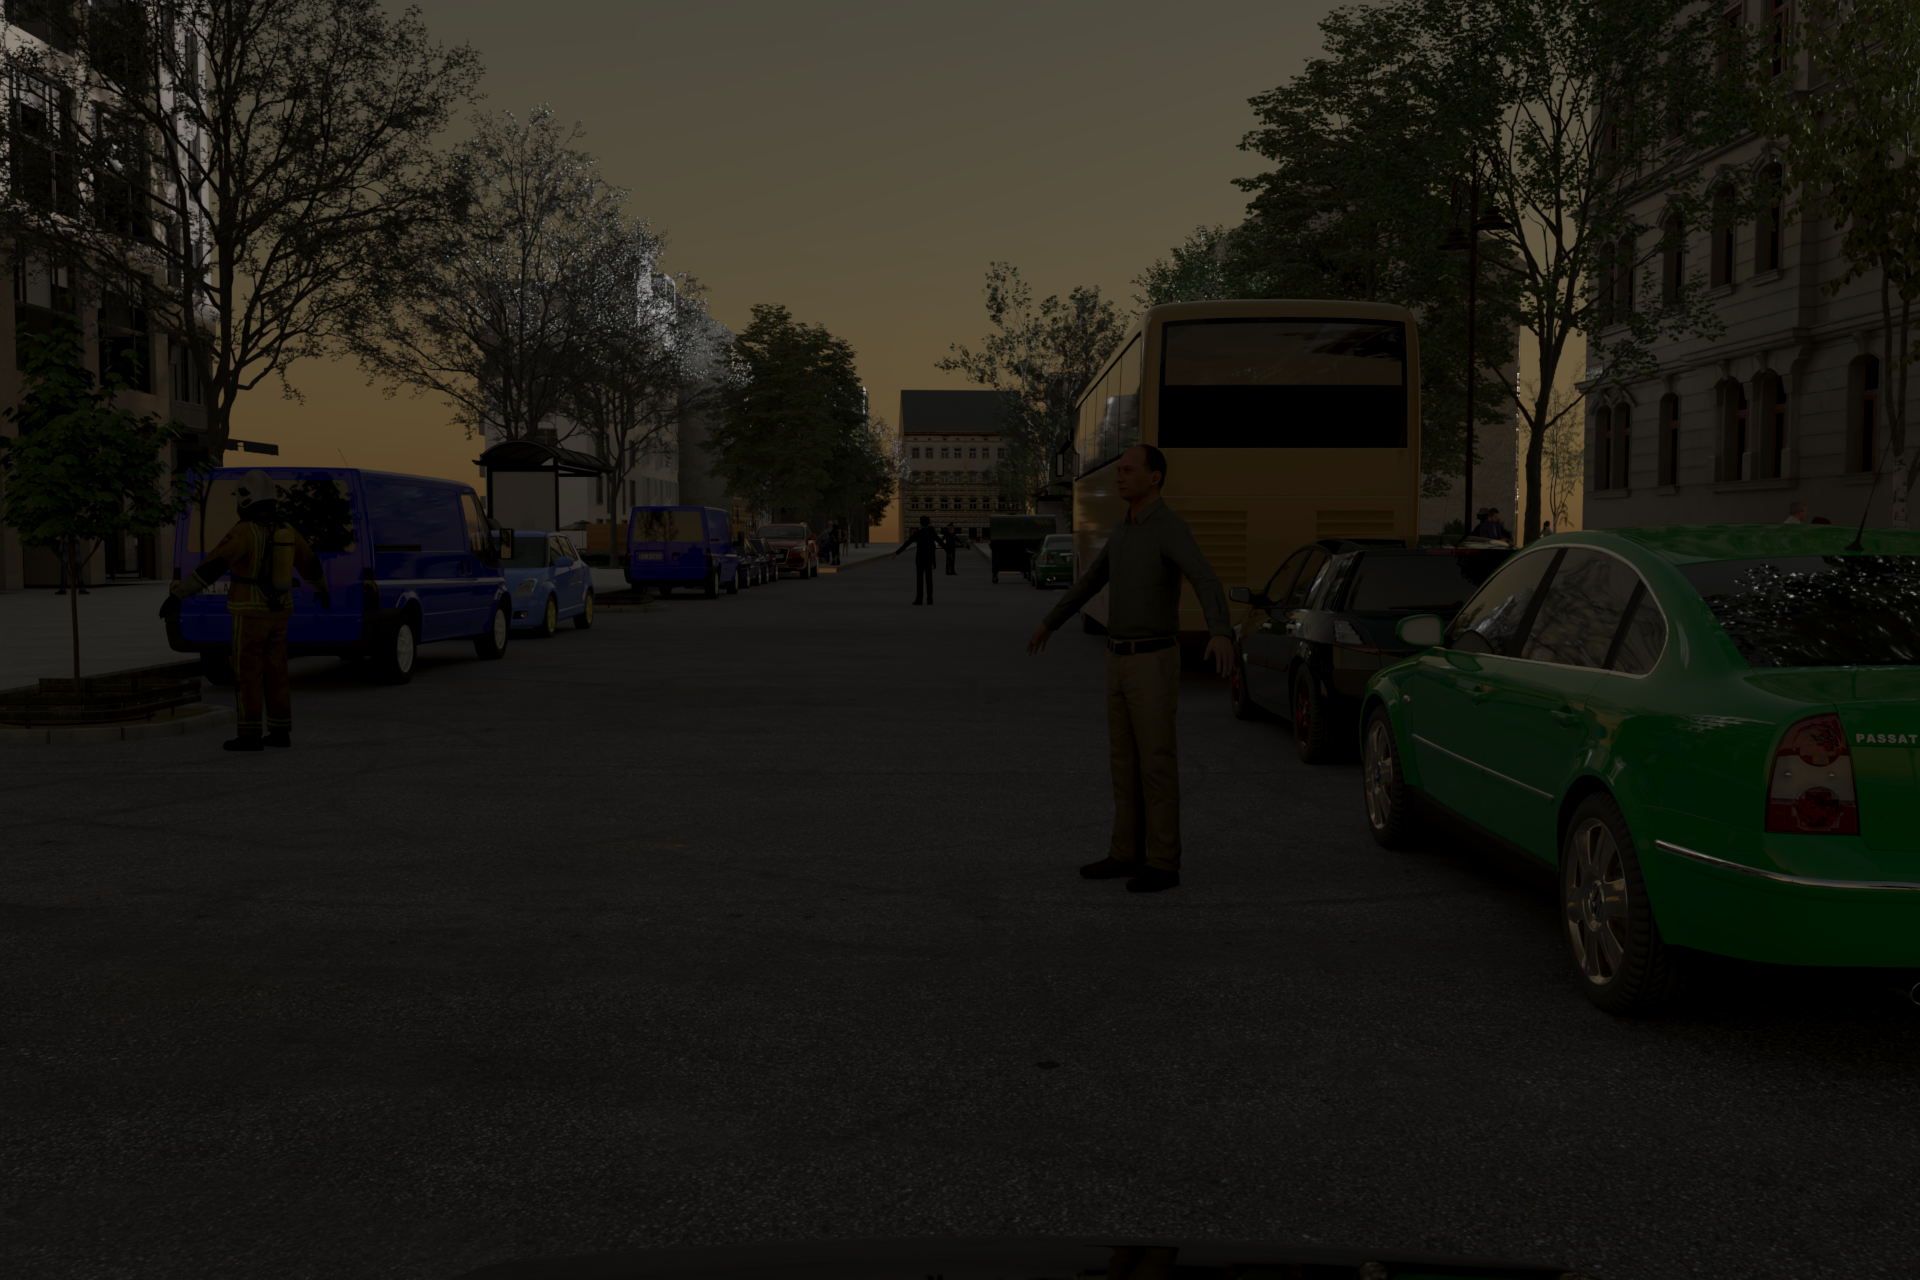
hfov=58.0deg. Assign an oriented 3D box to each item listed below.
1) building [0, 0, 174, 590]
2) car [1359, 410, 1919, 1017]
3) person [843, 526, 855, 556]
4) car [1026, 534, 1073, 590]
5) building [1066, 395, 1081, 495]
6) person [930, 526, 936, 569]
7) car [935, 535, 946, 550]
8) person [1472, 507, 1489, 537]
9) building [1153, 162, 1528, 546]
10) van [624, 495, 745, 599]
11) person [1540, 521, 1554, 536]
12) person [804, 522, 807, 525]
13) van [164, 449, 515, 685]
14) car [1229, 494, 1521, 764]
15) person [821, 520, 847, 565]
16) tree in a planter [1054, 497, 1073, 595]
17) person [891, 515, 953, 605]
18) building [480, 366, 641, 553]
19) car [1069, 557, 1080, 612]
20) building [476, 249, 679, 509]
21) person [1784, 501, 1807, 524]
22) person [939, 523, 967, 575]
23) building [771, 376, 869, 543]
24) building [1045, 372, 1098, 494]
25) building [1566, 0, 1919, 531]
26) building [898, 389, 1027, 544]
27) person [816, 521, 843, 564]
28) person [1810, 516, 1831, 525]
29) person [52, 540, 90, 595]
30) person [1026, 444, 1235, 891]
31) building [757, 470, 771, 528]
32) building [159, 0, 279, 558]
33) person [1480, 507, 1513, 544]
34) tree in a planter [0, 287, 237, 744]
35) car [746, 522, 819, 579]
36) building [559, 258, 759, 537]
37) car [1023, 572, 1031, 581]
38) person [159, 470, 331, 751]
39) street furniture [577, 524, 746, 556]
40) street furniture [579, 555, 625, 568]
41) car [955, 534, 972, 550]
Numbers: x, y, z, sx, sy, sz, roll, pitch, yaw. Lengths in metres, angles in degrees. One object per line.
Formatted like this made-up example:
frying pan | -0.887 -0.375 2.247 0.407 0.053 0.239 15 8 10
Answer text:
building | -29.835 -13.696 27.128 19.350 26.588 34.151 0 4 -1
car | 2.778 0.140 6.514 1.959 1.807 4.718 0 4 0
person | -6.691 -5.812 101.825 1.217 1.733 0.721 2 4 29
car | 2.854 -2.102 46.164 2.131 1.459 4.920 0 3 0
building | 22.451 -22.984 206.715 19.493 23.208 18.063 0 4 0
person | -1.194 -3.770 70.823 1.216 1.740 0.721 -2 4 -32
car | -1.818 -7.720 138.588 2.083 1.381 4.827 0 4 0
person | 11.041 -1.881 36.615 0.704 1.845 1.351 -2 4 -23
building | 22.379 -16.866 106.680 19.493 23.208 18.063 0 4 0
van | -6.272 -2.166 39.791 2.240 2.365 5.245 0 4 0
person | 19.715 -3.128 57.980 0.721 1.735 1.217 -2 4 -25
person | -7.300 -4.611 81.366 0.705 1.833 1.349 1 4 22
van | -6.192 -0.839 18.109 2.240 2.365 5.245 0 4 0
car | 2.977 -0.146 12.181 2.009 1.686 4.222 0 3 0
person | -5.124 -3.997 71.136 0.705 1.856 1.354 3 5 44
tree in a planter | 3.259 -2.703 41.409 1.991 3.239 1.994 0 4 1
person | -0.733 -1.618 35.094 1.347 1.806 0.705 -2 4 -24
building | -22.769 -9.640 99.762 9.099 9.664 28.070 0 4 1
car | 2.946 -1.118 30.280 2.014 1.417 4.499 0 4 0
building | -25.896 -15.881 116.076 16.016 20.090 11.380 0 4 -1
person | 10.839 -0.946 22.443 0.436 1.711 0.756 1 4 20
person | -0.305 -3.185 60.472 0.705 1.837 1.347 3 5 44
building | -27.190 -24.040 237.034 27.936 21.610 32.646 0 3 0
building | 25.390 -23.929 235.208 27.936 21.610 32.646 0 3 0
building | 24.777 -15.454 40.061 14.401 28.519 23.554 0 4 0
building | 0.076 -26.238 262.382 18.063 23.208 19.493 0 4 -4
person | -5.501 -4.141 73.565 1.347 1.847 0.705 0 4 -2
person | 7.588 -0.378 15.397 0.989 1.438 0.599 -1 4 -13
person | -18.844 -1.880 36.650 0.709 1.838 0.599 -3 4 -37
person | 0.723 0.100 7.090 0.705 1.796 1.348 -2 4 -30
building | -26.181 -15.759 199.814 9.099 9.664 28.070 0 4 0
building | -30.501 -18.780 53.165 12.429 33.558 17.177 0 4 0
person | 9.912 -1.549 31.825 0.683 1.767 0.568 -2 4 -33
tree in a planter | -6.539 -0.949 12.734 1.991 3.239 1.994 0 4 1
car | -5.775 -2.932 56.615 2.281 1.827 5.304 0 4 0
building | -26.766 -18.987 141.366 19.493 23.208 18.063 0 4 0
car | 2.938 -2.586 54.080 2.131 1.459 4.920 0 4 0
person | -4.691 -0.204 11.555 0.705 1.858 1.354 2 4 27
street furniture | -13.100 -4.115 74.128 11.010 1.723 9.812 3 5 42
street furniture | -12.968 -3.142 67.001 10.072 0.657 5.734 0 4 -3
car | 0.077 -9.072 158.120 2.009 1.686 4.222 0 4 -1
